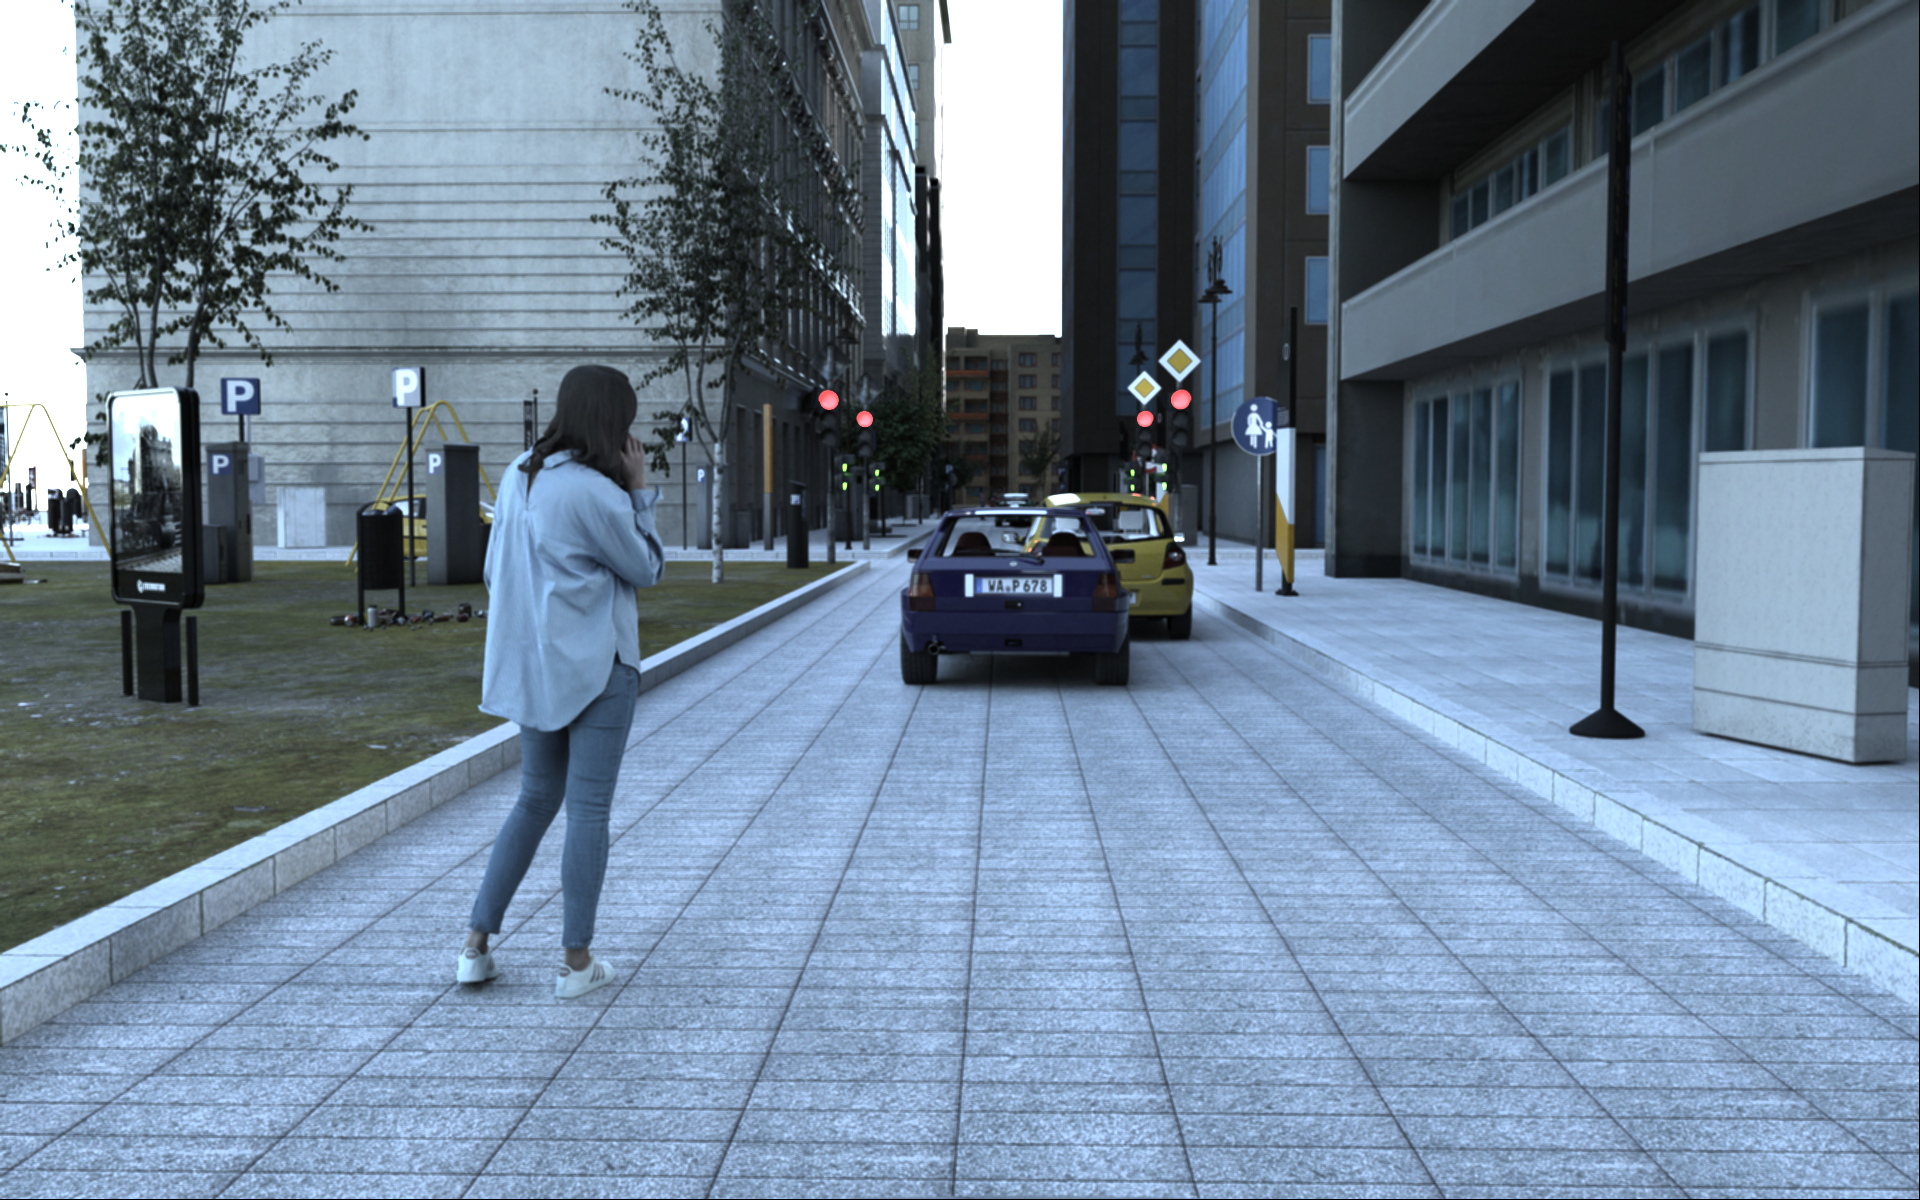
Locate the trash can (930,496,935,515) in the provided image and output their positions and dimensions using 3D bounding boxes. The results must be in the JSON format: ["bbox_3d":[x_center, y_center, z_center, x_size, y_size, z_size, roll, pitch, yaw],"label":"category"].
[{"bbox_3d":[-1.954,-5.869,107.609,0.748,1.137,0.748,0,3,0],"label":"trash can"}]

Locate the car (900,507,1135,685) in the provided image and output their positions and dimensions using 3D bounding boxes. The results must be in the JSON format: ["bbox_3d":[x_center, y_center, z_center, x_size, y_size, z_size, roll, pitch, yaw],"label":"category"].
[{"bbox_3d":[0.492,-0.108,14.348,1.945,1.354,3.894,0,4,3],"label":"car"}]

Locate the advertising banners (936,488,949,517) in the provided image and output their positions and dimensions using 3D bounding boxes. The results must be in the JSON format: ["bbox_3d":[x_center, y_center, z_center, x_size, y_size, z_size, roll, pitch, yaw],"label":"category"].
[{"bbox_3d":[-1.012,-6.294,99.095,0.090,3.025,2.074,1,4,21],"label":"advertising banners"}]

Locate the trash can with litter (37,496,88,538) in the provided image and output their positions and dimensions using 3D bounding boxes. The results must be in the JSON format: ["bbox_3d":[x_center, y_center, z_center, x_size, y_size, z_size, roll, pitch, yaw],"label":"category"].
[{"bbox_3d":[-26.573,-2.470,51.437,2.233,1.210,1.678,3,5,44],"label":"trash can with litter"}]

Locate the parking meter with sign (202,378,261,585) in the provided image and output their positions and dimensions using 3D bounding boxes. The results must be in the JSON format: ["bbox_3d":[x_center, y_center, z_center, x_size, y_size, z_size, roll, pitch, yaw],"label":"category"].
[{"bbox_3d":[-10.716,-1.775,25.282,0.543,3.016,1.738,0,4,-6],"label":"parking meter with sign"}]

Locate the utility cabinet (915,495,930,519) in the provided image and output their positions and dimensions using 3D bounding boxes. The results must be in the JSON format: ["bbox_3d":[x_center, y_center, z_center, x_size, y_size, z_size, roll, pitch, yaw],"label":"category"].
[{"bbox_3d":[-2.100,-4.849,90.443,1.020,1.237,0.306,2,4,26],"label":"utility cabinet"}]

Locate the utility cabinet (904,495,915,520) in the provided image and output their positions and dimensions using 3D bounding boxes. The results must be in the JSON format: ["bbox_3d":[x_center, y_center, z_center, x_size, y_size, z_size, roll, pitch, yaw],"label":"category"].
[{"bbox_3d":[-2.606,-4.595,86.295,0.306,1.237,1.020,-1,4,-12],"label":"utility cabinet"}]

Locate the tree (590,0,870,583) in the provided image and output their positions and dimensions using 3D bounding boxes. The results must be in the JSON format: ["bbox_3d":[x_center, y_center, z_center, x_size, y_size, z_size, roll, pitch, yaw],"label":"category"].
[{"bbox_3d":[-3.441,-4.566,25.013,4.360,8.622,3.978,0,3,0],"label":"tree"}]

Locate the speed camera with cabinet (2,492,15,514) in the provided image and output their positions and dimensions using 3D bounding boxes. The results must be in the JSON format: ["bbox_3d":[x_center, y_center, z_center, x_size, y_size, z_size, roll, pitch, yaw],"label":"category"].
[{"bbox_3d":[-62.174,-7.214,112.286,2.038,3.252,0.660,-2,4,-29],"label":"speed camera with cabinet"}]

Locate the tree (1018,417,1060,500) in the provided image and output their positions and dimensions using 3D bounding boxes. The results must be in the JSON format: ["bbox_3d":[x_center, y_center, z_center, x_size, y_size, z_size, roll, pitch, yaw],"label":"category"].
[{"bbox_3d":[7.746,-13.167,165.639,4.737,8.622,4.395,0,3,0],"label":"tree"}]

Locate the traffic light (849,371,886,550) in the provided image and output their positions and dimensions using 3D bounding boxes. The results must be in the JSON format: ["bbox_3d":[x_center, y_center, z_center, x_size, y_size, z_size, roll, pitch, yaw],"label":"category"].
[{"bbox_3d":[-2.133,-3.105,39.684,0.839,4.253,0.868,0,4,2],"label":"traffic light"}]

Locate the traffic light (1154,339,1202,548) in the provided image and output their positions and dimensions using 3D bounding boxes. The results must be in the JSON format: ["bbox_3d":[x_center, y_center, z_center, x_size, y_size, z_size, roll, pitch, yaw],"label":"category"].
[{"bbox_3d":[3.965,-2.607,31.550,0.839,4.253,0.868,0,4,2],"label":"traffic light"}]

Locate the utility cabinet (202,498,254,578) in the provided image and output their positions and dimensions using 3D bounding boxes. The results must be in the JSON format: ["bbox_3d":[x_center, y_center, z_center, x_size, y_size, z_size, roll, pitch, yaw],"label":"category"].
[{"bbox_3d":[-11.375,-0.937,26.478,1.020,1.237,0.306,0,4,-4],"label":"utility cabinet"}]

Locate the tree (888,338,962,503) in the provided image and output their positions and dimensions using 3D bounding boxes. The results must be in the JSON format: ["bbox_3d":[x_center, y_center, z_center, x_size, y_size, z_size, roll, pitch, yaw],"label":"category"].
[{"bbox_3d":[-1.894,-8.066,82.243,4.737,8.622,4.395,0,3,0],"label":"tree"}]

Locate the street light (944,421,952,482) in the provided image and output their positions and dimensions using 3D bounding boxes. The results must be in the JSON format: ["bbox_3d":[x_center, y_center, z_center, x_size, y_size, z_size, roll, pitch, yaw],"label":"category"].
[{"bbox_3d":[-0.772,-8.241,107.536,0.468,5.910,1.993,0,4,2],"label":"street light"}]

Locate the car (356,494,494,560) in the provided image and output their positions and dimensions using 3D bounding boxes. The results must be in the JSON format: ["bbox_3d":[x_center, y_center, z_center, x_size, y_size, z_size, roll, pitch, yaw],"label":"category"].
[{"bbox_3d":[-10.365,-1.565,35.814,3.980,1.641,2.015,0,4,3],"label":"car"}]

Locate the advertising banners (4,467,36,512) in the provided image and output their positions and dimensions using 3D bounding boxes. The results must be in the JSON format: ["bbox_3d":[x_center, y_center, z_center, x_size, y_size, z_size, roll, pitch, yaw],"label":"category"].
[{"bbox_3d":[-59.832,-6.972,110.184,0.090,3.025,2.074,3,5,44],"label":"advertising banners"}]

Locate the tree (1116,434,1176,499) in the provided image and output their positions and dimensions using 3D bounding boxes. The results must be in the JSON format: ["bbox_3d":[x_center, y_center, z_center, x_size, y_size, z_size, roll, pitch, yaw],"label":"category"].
[{"bbox_3d":[5.690,-3.571,52.993,1.663,3.219,1.824,0,3,0],"label":"tree"}]

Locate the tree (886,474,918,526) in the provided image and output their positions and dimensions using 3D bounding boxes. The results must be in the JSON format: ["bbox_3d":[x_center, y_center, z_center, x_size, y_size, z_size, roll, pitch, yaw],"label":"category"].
[{"bbox_3d":[-2.405,-4.596,69.752,1.663,3.219,1.824,0,3,0],"label":"tree"}]

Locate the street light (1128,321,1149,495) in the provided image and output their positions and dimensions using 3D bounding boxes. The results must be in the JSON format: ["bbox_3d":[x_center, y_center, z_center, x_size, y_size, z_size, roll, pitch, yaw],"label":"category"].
[{"bbox_3d":[4.765,-4.499,46.350,0.468,5.910,1.993,0,4,2],"label":"street light"}]

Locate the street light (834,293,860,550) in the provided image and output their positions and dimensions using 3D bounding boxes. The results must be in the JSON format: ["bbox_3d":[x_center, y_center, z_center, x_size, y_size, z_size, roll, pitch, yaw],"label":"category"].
[{"bbox_3d":[-2.581,-4.107,39.939,0.468,5.910,1.993,0,4,2],"label":"street light"}]

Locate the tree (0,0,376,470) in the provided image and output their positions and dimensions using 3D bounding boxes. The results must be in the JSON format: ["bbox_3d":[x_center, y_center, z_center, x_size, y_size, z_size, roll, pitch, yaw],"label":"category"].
[{"bbox_3d":[-9.147,-4.280,20.338,4.360,8.622,3.978,0,3,0],"label":"tree"}]

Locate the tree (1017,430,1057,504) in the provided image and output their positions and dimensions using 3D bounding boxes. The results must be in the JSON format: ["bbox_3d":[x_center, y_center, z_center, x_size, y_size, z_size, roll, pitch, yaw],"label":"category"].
[{"bbox_3d":[8.744,-14.800,192.336,4.360,8.622,3.978,0,3,0],"label":"tree"}]

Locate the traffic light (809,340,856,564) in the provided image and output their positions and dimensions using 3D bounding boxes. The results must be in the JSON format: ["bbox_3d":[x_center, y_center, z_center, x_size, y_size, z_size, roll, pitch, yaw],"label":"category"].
[{"bbox_3d":[-2.345,-2.617,31.701,0.839,4.253,0.868,0,4,2],"label":"traffic light"}]

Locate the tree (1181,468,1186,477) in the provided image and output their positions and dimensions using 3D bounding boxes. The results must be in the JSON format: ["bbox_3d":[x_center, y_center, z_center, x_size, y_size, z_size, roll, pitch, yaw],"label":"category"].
[{"bbox_3d":[6.389,-3.715,55.349,1.663,3.219,1.824,0,3,0],"label":"tree"}]

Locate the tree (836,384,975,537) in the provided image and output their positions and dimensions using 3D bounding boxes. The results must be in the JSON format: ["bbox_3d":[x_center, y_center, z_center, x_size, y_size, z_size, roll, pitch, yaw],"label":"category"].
[{"bbox_3d":[-2.267,-4.170,51.890,4.285,4.588,4.351,0,3,0],"label":"tree"}]

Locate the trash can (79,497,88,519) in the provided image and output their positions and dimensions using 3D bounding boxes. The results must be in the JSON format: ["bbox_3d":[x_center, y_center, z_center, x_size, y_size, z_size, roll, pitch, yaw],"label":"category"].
[{"bbox_3d":[-46.179,-4.860,91.115,0.748,1.137,0.748,0,3,0],"label":"trash can"}]

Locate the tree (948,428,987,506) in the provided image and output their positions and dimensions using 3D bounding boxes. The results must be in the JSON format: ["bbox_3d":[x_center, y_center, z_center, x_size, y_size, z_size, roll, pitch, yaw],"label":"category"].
[{"bbox_3d":[0.755,-14.794,192.250,4.360,8.622,3.978,0,3,0],"label":"tree"}]

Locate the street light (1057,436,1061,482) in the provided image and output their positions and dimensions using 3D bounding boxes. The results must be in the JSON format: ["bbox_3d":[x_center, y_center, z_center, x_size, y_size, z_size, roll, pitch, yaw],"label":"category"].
[{"bbox_3d":[6.585,-8.614,113.628,0.468,5.910,1.993,0,4,2],"label":"street light"}]

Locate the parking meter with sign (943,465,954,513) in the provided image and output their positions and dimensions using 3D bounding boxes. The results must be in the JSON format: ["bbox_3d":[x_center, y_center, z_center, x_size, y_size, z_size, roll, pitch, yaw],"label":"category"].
[{"bbox_3d":[-0.742,-6.551,103.373,0.543,3.016,1.738,0,4,-7],"label":"parking meter with sign"}]

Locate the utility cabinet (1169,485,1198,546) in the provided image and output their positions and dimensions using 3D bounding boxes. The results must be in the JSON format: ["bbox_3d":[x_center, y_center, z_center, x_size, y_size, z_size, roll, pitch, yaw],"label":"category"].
[{"bbox_3d":[5.330,-2.051,42.213,0.318,1.500,1.173,3,5,44],"label":"utility cabinet"}]

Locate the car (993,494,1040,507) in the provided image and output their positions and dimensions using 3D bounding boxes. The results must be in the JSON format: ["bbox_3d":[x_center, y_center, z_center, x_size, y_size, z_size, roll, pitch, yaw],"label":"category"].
[{"bbox_3d":[2.515,-4.006,77.303,2.131,1.459,4.920,0,4,3],"label":"car"}]

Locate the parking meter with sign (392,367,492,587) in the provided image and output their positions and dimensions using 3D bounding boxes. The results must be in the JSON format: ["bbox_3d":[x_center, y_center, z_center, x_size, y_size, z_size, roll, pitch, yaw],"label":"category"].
[{"bbox_3d":[-7.194,-1.736,24.645,0.543,3.016,1.738,2,4,29],"label":"parking meter with sign"}]

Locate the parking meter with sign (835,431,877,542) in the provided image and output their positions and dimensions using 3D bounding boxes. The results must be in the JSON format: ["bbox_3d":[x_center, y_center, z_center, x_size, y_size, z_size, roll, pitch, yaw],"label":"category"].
[{"bbox_3d":[-2.914,-3.119,47.258,0.543,3.016,1.738,2,4,25],"label":"parking meter with sign"}]

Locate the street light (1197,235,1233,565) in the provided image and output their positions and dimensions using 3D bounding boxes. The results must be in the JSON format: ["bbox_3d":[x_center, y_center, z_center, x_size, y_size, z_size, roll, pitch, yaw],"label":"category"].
[{"bbox_3d":[4.564,-3.571,31.170,0.468,5.910,1.993,0,4,2],"label":"street light"}]

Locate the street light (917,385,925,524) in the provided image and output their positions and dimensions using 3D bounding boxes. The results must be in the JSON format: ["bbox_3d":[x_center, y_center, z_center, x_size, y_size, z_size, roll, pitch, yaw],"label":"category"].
[{"bbox_3d":[-1.686,-6.182,73.865,0.468,5.910,1.993,0,4,2],"label":"street light"}]

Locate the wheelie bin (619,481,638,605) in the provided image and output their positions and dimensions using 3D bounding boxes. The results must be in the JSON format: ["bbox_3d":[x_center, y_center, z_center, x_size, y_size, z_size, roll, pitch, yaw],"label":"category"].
[{"bbox_3d":[-3.500,-0.567,17.182,0.693,1.594,0.980,0,4,4],"label":"wheelie bin"}]

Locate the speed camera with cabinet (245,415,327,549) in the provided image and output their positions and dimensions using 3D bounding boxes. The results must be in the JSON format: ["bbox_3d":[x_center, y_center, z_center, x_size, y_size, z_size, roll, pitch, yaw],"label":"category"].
[{"bbox_3d":[-15.944,-2.822,40.477,2.038,3.252,0.660,-3,4,-37],"label":"speed camera with cabinet"}]

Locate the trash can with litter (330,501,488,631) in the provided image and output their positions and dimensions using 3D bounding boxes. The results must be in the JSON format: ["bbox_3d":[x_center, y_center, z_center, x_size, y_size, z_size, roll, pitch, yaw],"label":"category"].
[{"bbox_3d":[-5.427,-0.387,17.387,1.678,1.210,2.233,2,4,31],"label":"trash can with litter"}]

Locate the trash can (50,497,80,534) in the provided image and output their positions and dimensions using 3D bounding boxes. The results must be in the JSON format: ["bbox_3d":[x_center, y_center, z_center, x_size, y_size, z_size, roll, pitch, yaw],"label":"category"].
[{"bbox_3d":[-28.928,-2.702,55.828,0.748,1.137,0.748,0,3,0],"label":"trash can"}]

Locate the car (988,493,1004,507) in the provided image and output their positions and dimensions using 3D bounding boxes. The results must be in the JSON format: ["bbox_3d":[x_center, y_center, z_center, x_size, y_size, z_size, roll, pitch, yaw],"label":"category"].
[{"bbox_3d":[3.442,-8.428,146.836,2.155,1.783,4.494,0,3,0],"label":"car"}]

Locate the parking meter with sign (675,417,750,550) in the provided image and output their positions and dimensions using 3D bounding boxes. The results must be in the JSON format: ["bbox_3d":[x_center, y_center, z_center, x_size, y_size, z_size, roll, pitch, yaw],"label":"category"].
[{"bbox_3d":[-5.699,-2.684,40.147,1.738,3.016,0.543,-3,5,-43],"label":"parking meter with sign"}]

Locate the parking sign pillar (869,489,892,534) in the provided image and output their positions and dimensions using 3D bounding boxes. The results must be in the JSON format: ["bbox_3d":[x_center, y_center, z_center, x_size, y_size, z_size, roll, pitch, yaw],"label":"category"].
[{"bbox_3d":[-2.951,-4.183,56.863,1.447,3.967,1.447,0,4,-6],"label":"parking sign pillar"}]

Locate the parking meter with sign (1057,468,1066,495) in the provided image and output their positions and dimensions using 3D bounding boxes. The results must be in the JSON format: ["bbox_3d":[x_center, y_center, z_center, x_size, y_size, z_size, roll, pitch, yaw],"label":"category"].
[{"bbox_3d":[6.183,-6.653,105.039,0.543,3.016,1.738,0,4,2],"label":"parking meter with sign"}]

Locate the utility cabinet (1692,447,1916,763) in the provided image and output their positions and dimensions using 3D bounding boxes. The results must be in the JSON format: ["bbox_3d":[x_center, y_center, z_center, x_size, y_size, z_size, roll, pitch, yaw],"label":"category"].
[{"bbox_3d":[4.212,-0.001,8.698,0.318,1.500,1.173,-1,4,-14],"label":"utility cabinet"}]

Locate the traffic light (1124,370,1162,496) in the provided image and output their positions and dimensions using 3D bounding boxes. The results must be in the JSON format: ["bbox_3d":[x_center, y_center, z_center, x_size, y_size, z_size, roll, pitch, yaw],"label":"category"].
[{"bbox_3d":[4.177,-3.096,39.533,0.839,4.253,0.868,0,4,2],"label":"traffic light"}]
